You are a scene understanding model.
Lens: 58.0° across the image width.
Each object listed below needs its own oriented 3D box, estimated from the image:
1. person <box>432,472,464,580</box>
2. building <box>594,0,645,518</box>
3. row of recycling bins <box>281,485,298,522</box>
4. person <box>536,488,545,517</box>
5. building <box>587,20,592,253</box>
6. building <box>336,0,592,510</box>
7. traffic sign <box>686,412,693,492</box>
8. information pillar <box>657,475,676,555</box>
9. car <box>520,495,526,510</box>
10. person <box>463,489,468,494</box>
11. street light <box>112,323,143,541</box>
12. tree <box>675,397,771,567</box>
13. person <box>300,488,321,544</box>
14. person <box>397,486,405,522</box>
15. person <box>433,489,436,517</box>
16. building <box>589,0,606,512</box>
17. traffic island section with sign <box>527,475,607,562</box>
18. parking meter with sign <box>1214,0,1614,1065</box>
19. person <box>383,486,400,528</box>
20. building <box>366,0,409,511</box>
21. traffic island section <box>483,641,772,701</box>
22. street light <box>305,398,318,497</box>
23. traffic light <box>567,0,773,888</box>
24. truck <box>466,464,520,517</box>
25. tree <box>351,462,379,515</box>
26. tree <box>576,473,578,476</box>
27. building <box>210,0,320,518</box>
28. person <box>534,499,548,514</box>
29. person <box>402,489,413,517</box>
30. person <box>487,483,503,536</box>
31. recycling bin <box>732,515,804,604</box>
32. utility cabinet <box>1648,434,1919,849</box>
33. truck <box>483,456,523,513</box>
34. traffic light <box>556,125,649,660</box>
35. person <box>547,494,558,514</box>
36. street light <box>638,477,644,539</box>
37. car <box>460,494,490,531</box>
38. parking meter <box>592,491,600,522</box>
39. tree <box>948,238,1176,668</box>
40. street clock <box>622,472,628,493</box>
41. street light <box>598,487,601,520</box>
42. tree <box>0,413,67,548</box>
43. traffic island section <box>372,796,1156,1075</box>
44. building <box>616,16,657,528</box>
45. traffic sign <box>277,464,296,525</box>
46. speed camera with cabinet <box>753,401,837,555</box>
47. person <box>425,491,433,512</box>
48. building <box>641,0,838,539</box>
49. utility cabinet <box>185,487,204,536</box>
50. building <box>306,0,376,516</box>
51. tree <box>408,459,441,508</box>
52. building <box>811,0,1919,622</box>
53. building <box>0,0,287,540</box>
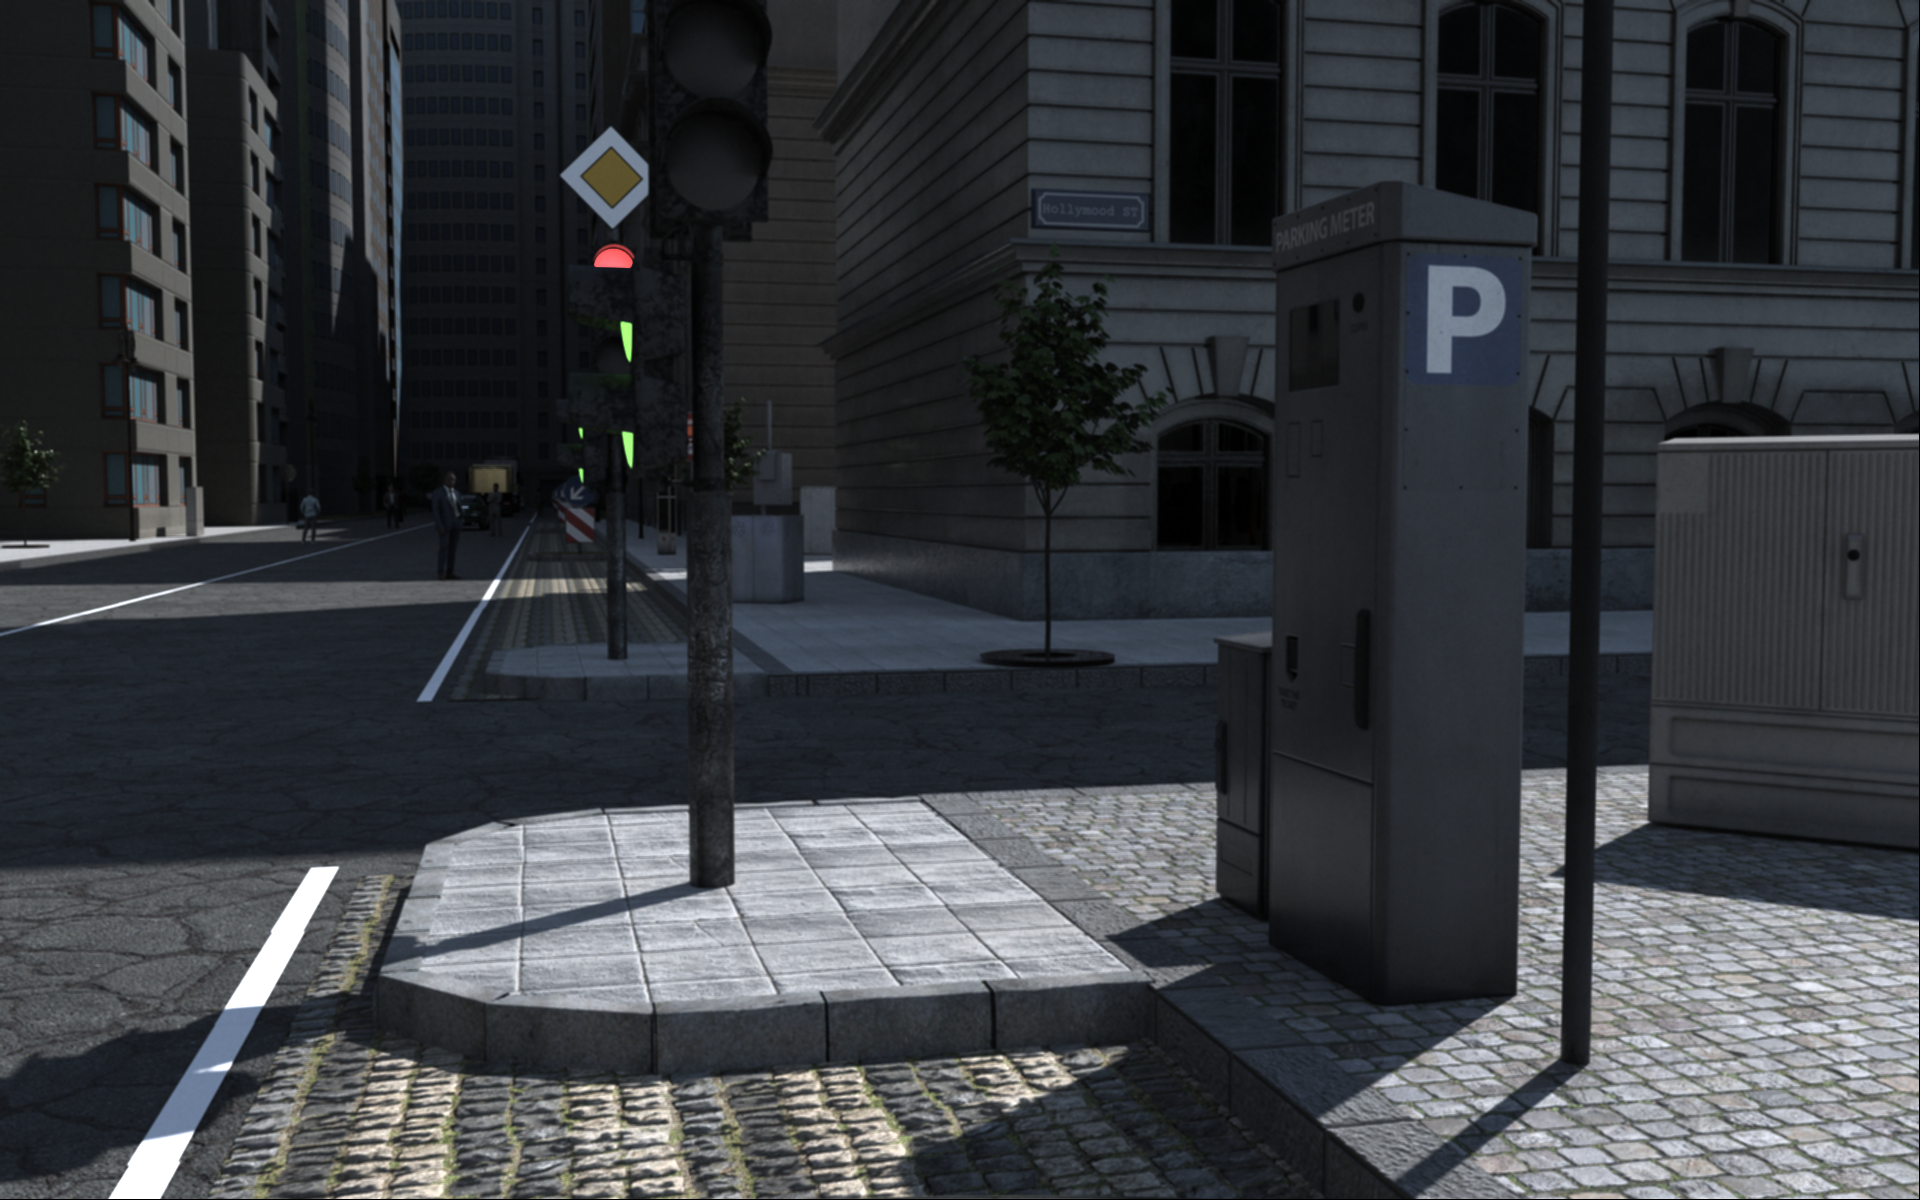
[{"bbox_3d":[-8.623,-1.251,29.143,0.419,1.800,0.721,2,4,26],"label":"person"},{"bbox_3d":[-13.546,-27.441,98.771,14.600,45.320,14.200,-1,4,-13],"label":"building"},{"bbox_3d":[-31.853,-4.362,78.437,3.534,1.692,1.069,-1,4,-16],"label":"row of recycling bins"},{"bbox_3d":[-26.632,-6.189,109.698,0.705,1.824,1.348,-2,4,-32],"label":"person"},{"bbox_3d":[-25.892,-28.814,154.703,14.154,41.232,14.086,-1,4,-13],"label":"building"},{"bbox_3d":[-47.009,-38.845,177.109,28.212,58.520,21.231,-1,4,-13],"label":"building"},{"bbox_3d":[-4.170,-1.647,27.032,0.768,2.556,0.104,-1,4,-9],"label":"traffic sign"},{"bbox_3d":[-6.213,-1.968,36.662,0.304,2.012,0.304,1,4,16],"label":"information pillar"},{"bbox_3d":[-39.945,-8.735,155.184,2.083,1.381,4.827,-1,4,-15],"label":"car"},{"bbox_3d":[-40.061,-8.053,140.263,1.348,1.812,0.705,0,4,-1],"label":"person"},{"bbox_3d":[-22.572,-4.543,47.071,0.468,5.910,1.993,-1,4,-13],"label":"street light"},{"bbox_3d":[-4.048,-2.145,29.669,1.663,3.219,1.824,0,3,0],"label":"tree"},{"bbox_3d":[-18.670,-2.417,49.823,0.589,1.601,0.330,0,4,2],"label":"person"},{"bbox_3d":[-28.393,-4.846,87.688,0.705,1.831,1.348,0,4,6],"label":"person"},{"bbox_3d":[-32.669,-6.080,108.437,0.750,1.759,0.617,1,4,10],"label":"person"},{"bbox_3d":[-18.134,-31.428,137.546,21.300,48.544,21.600,-1,4,-13],"label":"building"},{"bbox_3d":[-8.337,-1.761,37.415,1.989,1.847,2.006,-1,4,-13],"label":"traffic island section with sign"},{"bbox_3d":[1.177,-0.512,4.626,0.543,3.016,1.738,-1,4,-15],"label":"parking meter with sign"},{"bbox_3d":[-23.833,-3.903,72.712,0.661,1.777,0.834,-3,5,-40],"label":"person"},{"bbox_3d":[-54.986,-30.371,146.677,14.200,45.320,14.600,-1,4,-13],"label":"building"},{"bbox_3d":[-2.642,0.538,13.481,2.009,0.180,2.903,-1,4,-13],"label":"traffic island section"},{"bbox_3d":[-31.130,-6.758,83.280,0.468,5.910,1.993,-1,4,-13],"label":"street light"},{"bbox_3d":[-0.835,-1.019,5.588,0.839,4.253,0.868,-1,4,-13],"label":"traffic light"},{"bbox_3d":[-29.918,-7.025,110.777,3.469,3.379,9.791,-1,4,-14],"label":"truck"},{"bbox_3d":[-36.361,-6.807,105.900,1.663,3.219,1.824,0,3,0],"label":"tree"},{"bbox_3d":[-34.960,-10.014,158.328,1.663,3.219,1.824,0,3,0],"label":"tree"},{"bbox_3d":[-41.383,-24.748,88.231,14.154,41.232,14.086,-1,4,-13],"label":"building"},{"bbox_3d":[-30.604,-7.007,126.323,1.065,1.426,0.557,-1,4,-10],"label":"person"},{"bbox_3d":[-35.078,-6.117,109.038,1.217,1.766,0.721,-1,4,-11],"label":"person"},{"bbox_3d":[-15.870,-3.083,59.083,0.511,1.800,0.466,0,4,-7],"label":"person"},{"bbox_3d":[-2.310,-0.492,20.606,0.722,1.027,0.722,1,4,17],"label":"recycling bin"},{"bbox_3d":[3.212,0.138,6.415,1.173,1.500,0.318,2,4,34],"label":"utility cabinet"},{"bbox_3d":[-35.453,-8.900,134.431,2.839,4.237,11.283,-1,4,-13],"label":"truck"},{"bbox_3d":[-2.684,-1.495,13.357,0.839,4.253,0.868,-1,4,-13],"label":"traffic light"},{"bbox_3d":[-29.172,-6.894,124.400,0.628,1.438,0.799,2,4,30],"label":"person"},{"bbox_3d":[-9.200,-4.710,49.798,0.468,5.910,1.993,-1,4,-13],"label":"street light"},{"bbox_3d":[-19.804,-3.511,69.202,2.131,1.459,4.920,-1,4,-12],"label":"car"},{"bbox_3d":[-16.741,-4.354,79.591,0.372,1.533,0.369,0,3,0],"label":"parking meter"},{"bbox_3d":[0.808,-1.137,13.189,1.663,3.219,1.824,0,3,0],"label":"tree"},{"bbox_3d":[-10.991,-3.152,56.103,0.358,2.002,0.471,2,4,30],"label":"street clock"},{"bbox_3d":[-17.912,-6.911,85.783,0.468,5.910,1.993,-1,4,-13],"label":"street light"},{"bbox_3d":[-22.306,-2.855,41.283,1.663,3.219,1.824,0,3,0],"label":"tree"},{"bbox_3d":[-0.794,1.013,5.712,2.009,0.180,2.903,-1,4,-13],"label":"traffic island section"},{"bbox_3d":[-8.451,-14.375,76.830,13.314,21.916,24.055,-1,4,-13],"label":"building"},{"bbox_3d":[-28.194,-4.431,72.555,0.768,2.556,0.104,-1,4,-10],"label":"traffic sign"},{"bbox_3d":[-3.329,-2.590,36.684,2.038,3.252,0.660,1,4,17],"label":"speed camera with cabinet"},{"bbox_3d":[-41.949,-7.799,136.945,0.756,1.711,0.436,-3,4,-36],"label":"person"},{"bbox_3d":[-2.982,-15.626,52.744,12.463,27.353,25.104,-1,4,-13],"label":"building"},{"bbox_3d":[-23.314,-2.694,52.733,0.318,1.500,1.173,-1,4,-14],"label":"utility cabinet"},{"bbox_3d":[-49.211,-34.590,107.544,21.231,58.520,28.212,-1,4,-13],"label":"building"},{"bbox_3d":[-49.263,-10.744,159.375,4.285,4.588,4.351,0,3,0],"label":"tree"},{"bbox_3d":[15.907,-12.630,25.581,34.723,24.649,14.460,-1,4,-13],"label":"building"},{"bbox_3d":[-40.119,-13.112,59.423,27.650,21.520,28.899,-1,4,-13],"label":"building"}]
